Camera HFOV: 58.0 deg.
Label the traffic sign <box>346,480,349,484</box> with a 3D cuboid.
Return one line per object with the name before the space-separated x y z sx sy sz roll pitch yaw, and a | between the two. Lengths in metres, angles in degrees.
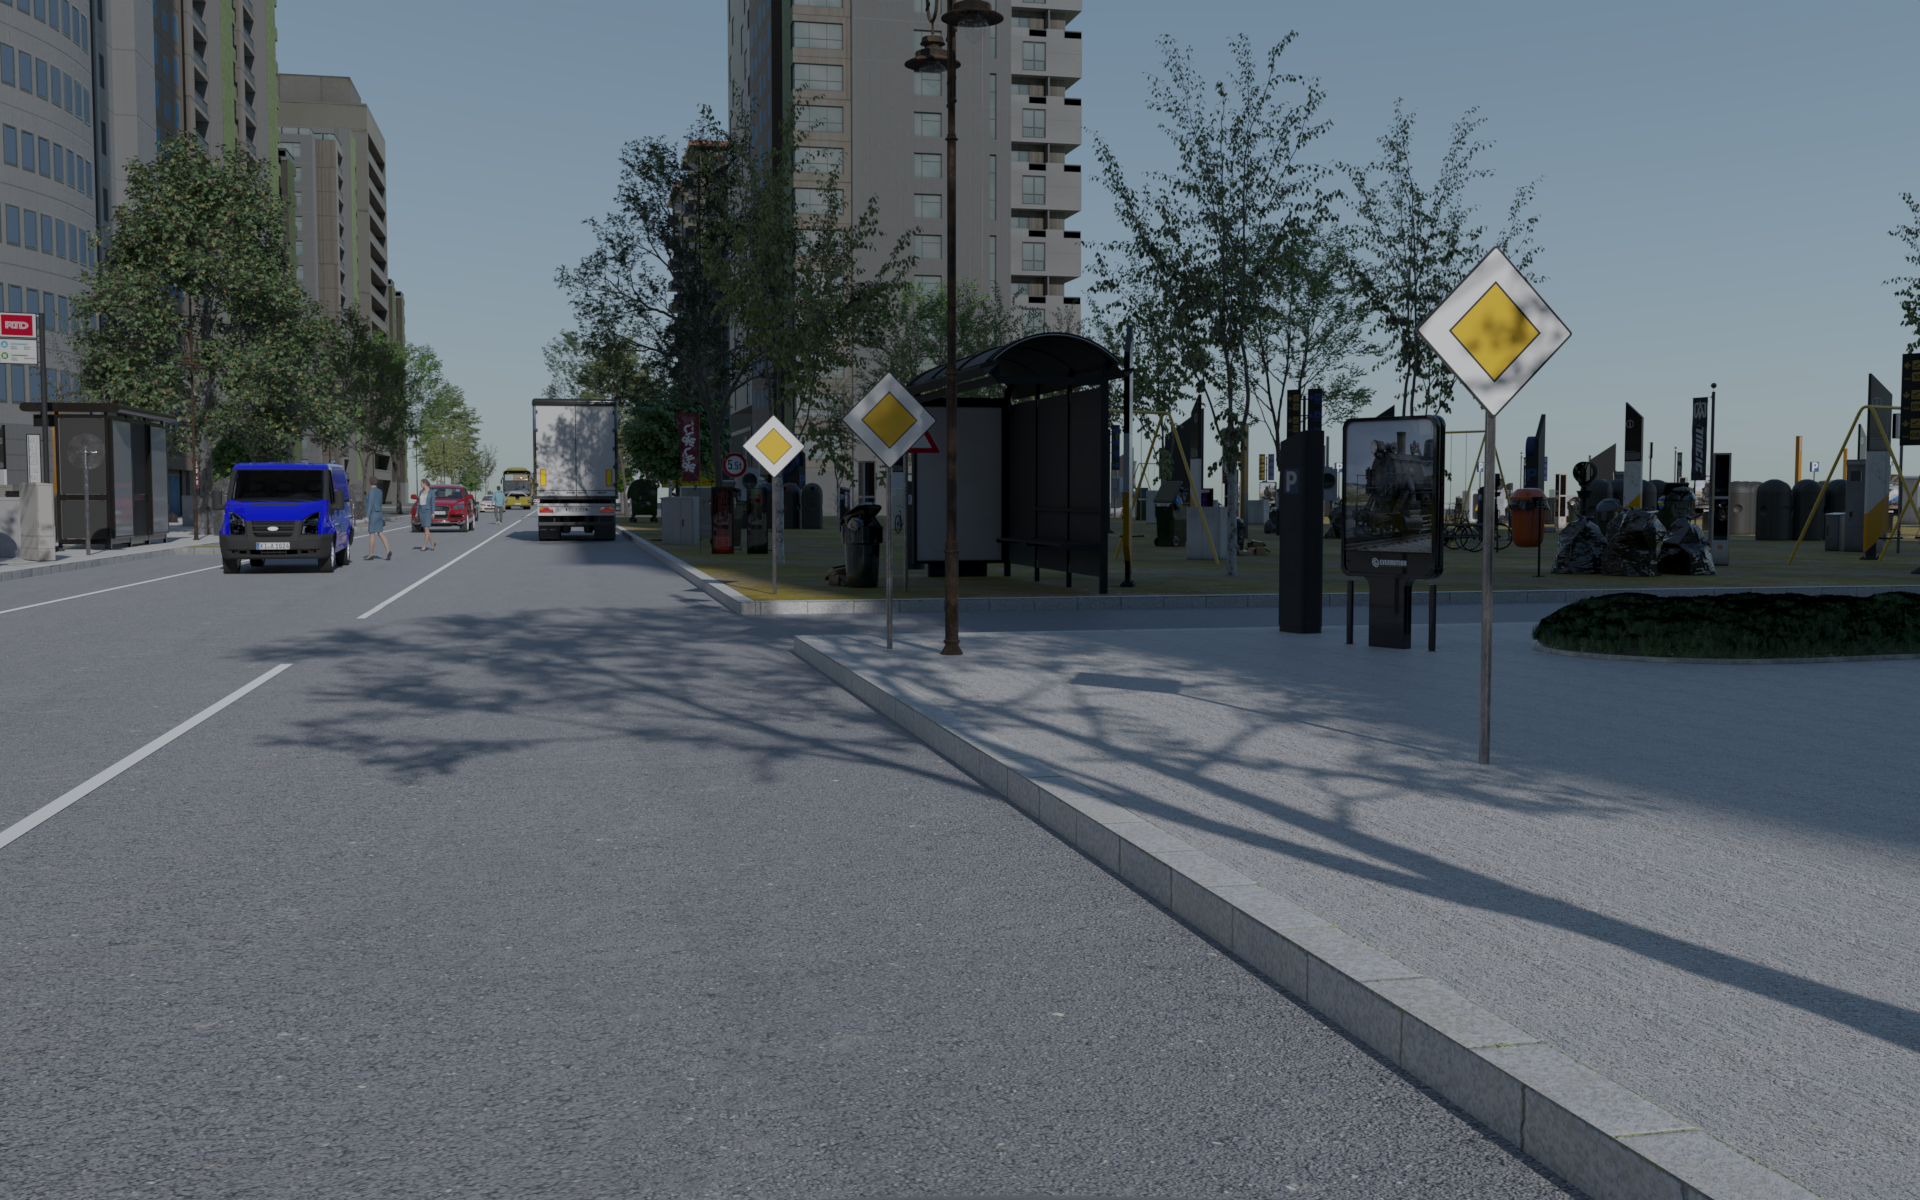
traffic sign | -32.124 -5.487 89.714 0.884 2.594 0.081 0 4 -7

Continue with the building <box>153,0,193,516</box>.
building | -51.393 -27.198 94.794 14.600 45.320 14.200 -1 4 -13

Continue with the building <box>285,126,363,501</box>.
building | -72.938 -30.776 186.779 14.154 41.232 14.086 -1 4 -13

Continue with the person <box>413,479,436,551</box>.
person | -13.434 -2.153 43.718 0.581 1.822 0.654 2 4 34

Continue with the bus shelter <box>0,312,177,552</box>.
bus shelter | -20.680 -3.879 41.046 2.179 5.291 8.768 -1 4 -13

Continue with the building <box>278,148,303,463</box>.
building | -60.724 -22.349 137.100 14.160 30.474 14.107 -1 4 -13

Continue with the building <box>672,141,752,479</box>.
building | -22.761 -34.163 213.183 22.147 44.769 28.867 -1 4 -13

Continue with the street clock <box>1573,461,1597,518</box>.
street clock | 13.873 -2.075 38.496 0.471 2.002 0.358 3 5 44

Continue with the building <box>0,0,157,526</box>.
building | -46.550 -32.197 68.427 21.231 58.520 28.212 -1 4 -13

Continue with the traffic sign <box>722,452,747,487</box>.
traffic sign | -6.904 -3.241 53.102 0.768 2.556 0.104 -1 4 -12

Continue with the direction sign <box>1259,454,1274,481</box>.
direction sign | 17.304 -6.472 97.815 0.876 3.537 0.379 2 4 26

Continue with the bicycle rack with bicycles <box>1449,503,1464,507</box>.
bicycle rack with bicycles | 21.719 -3.706 73.969 2.852 0.926 2.925 2 4 35

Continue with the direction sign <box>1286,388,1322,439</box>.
direction sign | 7.413 -2.775 37.364 0.876 3.537 0.379 3 5 44

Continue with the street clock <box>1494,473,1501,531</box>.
street clock | 18.740 -3.424 60.552 0.358 2.002 0.471 1 4 21

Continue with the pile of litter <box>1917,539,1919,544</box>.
pile of litter | 24.925 -1.829 43.876 1.176 0.858 1.719 2 4 24

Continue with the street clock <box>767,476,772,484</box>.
street clock | -7.531 -3.996 69.899 0.471 2.002 0.358 2 4 25

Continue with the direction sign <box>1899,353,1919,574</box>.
direction sign | 15.477 -2.183 27.696 0.379 3.537 0.876 -3 4 -39

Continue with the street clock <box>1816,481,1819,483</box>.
street clock | 48.650 -5.753 98.632 0.471 2.002 0.358 0 4 0

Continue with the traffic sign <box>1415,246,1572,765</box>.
traffic sign | 2.490 -0.427 8.161 0.795 2.450 0.064 -1 4 -12

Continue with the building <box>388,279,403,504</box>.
building | -80.106 -27.543 222.021 14.160 30.474 14.107 -1 4 -13

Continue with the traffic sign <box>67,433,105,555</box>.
traffic sign | -18.280 -2.210 36.246 0.768 2.556 0.104 0 4 -6

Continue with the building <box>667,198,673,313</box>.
building | -29.197 -35.881 241.272 22.147 44.769 28.867 -1 4 -13

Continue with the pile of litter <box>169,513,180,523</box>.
pile of litter | -35.729 -3.879 77.383 1.719 0.858 1.176 -3 5 -41

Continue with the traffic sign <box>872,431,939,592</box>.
traffic sign | -0.708 -1.380 22.568 0.884 2.594 0.081 -1 4 -11

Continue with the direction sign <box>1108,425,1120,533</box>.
direction sign | 4.867 -3.943 56.468 0.876 3.537 0.379 -3 4 -36

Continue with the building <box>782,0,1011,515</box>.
building | -4.932 -26.374 114.811 14.154 41.232 14.086 -1 4 -13

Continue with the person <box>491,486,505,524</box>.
person | -21.795 -4.483 81.808 0.660 1.820 0.620 -3 4 -37

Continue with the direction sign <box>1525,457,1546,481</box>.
direction sign | 30.070 -6.038 90.724 0.876 3.537 0.379 1 4 16

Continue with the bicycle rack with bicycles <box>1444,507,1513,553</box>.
bicycle rack with bicycles | 10.985 -1.570 39.051 2.925 0.926 2.852 1 4 16

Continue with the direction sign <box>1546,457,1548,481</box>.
direction sign | 34.949 -6.871 104.344 0.876 3.537 0.379 0 4 -6

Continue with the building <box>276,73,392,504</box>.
building | -79.294 -35.454 203.373 21.300 48.544 21.600 -1 4 -13

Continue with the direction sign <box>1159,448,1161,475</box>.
direction sign | 10.064 -5.647 84.319 0.876 3.537 0.379 3 4 37

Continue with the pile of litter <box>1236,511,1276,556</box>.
pile of litter | 6.049 -1.379 36.512 1.176 0.858 1.719 3 5 44

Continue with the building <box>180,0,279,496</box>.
building | -56.673 -26.877 123.026 14.154 41.232 14.086 -1 4 -13

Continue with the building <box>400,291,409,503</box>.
building | -83.269 -28.382 235.744 14.160 30.474 14.107 -1 4 -13

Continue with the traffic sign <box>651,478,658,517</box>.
traffic sign | -14.547 -5.032 82.386 0.768 2.556 0.104 0 4 -8

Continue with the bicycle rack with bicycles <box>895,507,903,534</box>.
bicycle rack with bicycles | -0.683 -2.531 54.767 2.852 0.926 2.925 -1 4 -14

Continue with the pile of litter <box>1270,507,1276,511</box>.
pile of litter | 10.491 -2.586 56.248 1.176 0.858 1.719 3 5 42

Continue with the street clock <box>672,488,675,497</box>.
street clock | -14.876 -5.190 89.430 0.471 2.002 0.358 -3 5 -39

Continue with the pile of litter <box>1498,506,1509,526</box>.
pile of litter | 22.157 -3.371 69.080 1.719 0.858 1.176 -1 4 -16

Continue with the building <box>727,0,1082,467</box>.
building | -5.394 -34.325 150.456 28.713 52.752 27.495 -1 4 -13

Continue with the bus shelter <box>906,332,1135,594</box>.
bus shelter | 0.596 -1.861 24.356 2.014 3.302 5.546 -1 4 -13

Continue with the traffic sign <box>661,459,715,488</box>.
traffic sign | -10.896 -4.648 69.866 2.265 3.308 0.079 0 4 -5

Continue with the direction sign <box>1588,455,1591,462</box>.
direction sign | 36.719 -6.672 101.081 0.379 3.537 0.876 2 4 27

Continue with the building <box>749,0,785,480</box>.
building | -7.870 -29.259 128.496 14.600 45.320 14.200 -1 4 -13

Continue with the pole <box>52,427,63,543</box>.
pole | -23.722 -3.162 45.537 0.158 3.312 0.155 0 3 0

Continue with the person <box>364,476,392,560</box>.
person | -12.577 -1.762 37.329 0.654 1.822 0.581 2 4 27

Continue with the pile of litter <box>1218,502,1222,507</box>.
pile of litter | 14.273 -5.070 96.860 1.719 0.858 1.176 3 5 41
